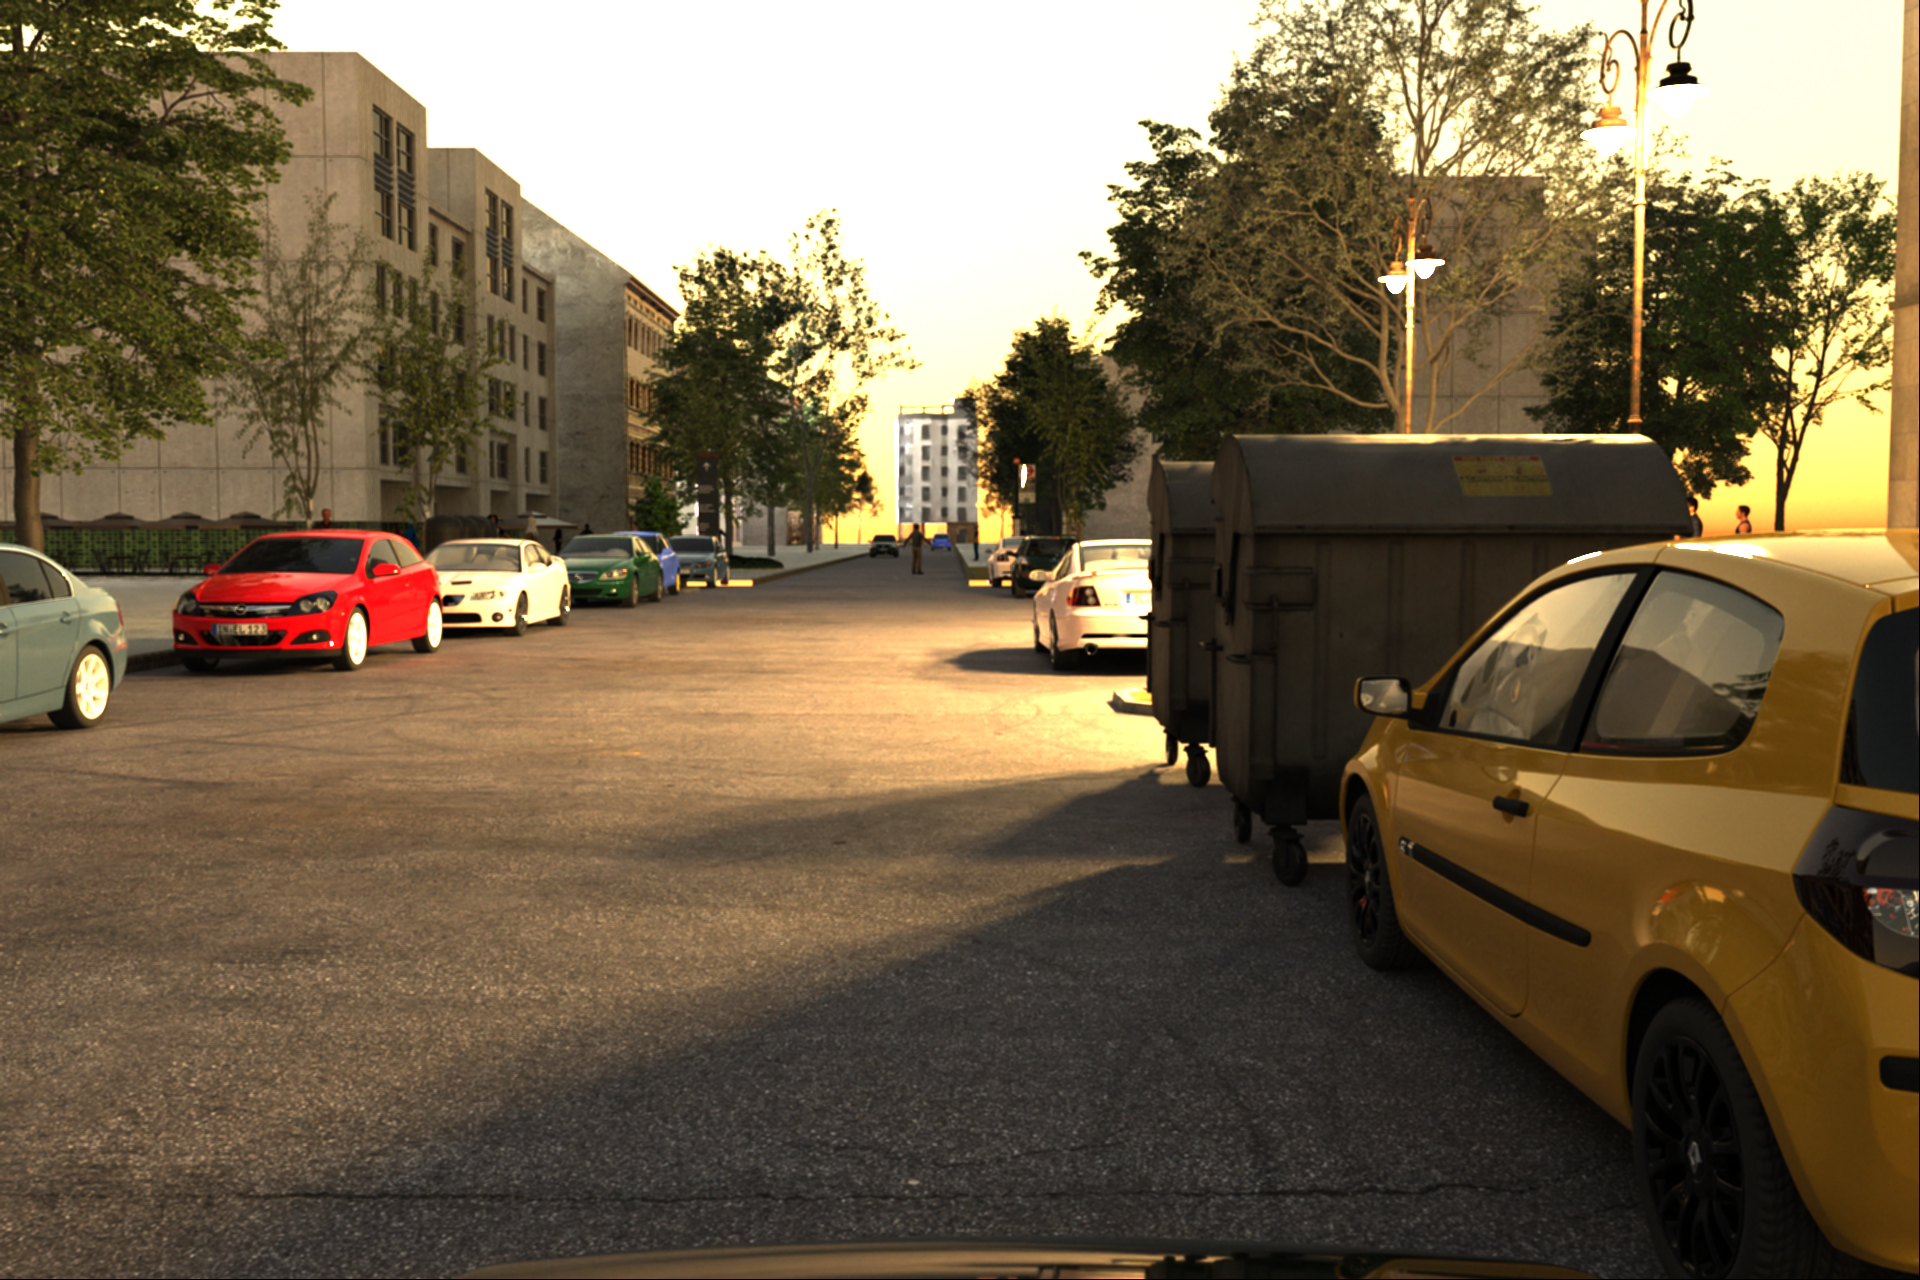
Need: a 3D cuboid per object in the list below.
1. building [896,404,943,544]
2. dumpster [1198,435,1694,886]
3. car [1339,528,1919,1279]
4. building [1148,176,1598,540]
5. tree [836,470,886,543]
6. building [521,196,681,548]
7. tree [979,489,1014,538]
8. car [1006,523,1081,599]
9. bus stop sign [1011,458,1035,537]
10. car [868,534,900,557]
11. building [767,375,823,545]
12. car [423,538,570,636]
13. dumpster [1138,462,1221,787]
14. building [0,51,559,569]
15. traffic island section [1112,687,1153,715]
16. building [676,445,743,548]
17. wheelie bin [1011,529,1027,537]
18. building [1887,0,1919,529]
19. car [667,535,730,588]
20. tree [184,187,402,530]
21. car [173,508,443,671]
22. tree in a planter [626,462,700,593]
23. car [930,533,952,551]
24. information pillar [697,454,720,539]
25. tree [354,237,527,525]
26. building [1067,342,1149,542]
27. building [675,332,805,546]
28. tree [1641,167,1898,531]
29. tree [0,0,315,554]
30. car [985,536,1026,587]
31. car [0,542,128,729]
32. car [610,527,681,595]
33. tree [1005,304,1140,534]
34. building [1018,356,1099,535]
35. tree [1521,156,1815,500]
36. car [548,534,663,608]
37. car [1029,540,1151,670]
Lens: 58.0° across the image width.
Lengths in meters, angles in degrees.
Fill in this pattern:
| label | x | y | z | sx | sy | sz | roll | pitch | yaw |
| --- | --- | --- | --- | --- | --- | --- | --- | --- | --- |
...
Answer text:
| label | x | y | z | sx | sy | sz | roll | pitch | yaw |
| --- | --- | --- | --- | --- | --- | --- | --- | --- | --- |
| building | -8.674 | -23.568 | 244.217 | 11.380 | 20.090 | 16.016 | 0 | 4 | 1 |
| dumpster | 2.032 | 0.042 | 7.529 | 1.865 | 1.857 | 1.264 | 0 | 4 | -1 |
| car | 2.172 | 0.347 | 4.556 | 2.015 | 1.641 | 3.980 | 0 | 3 | 0 |
| building | 20.412 | -13.934 | 94.278 | 16.747 | 18.905 | 31.486 | 0 | 3 | 0 |
| tree | -13.767 | -18.787 | 241.571 | 7.601 | 10.594 | 8.767 | 0 | 4 | -4 |
| building | -28.825 | -17.074 | 110.095 | 19.493 | 23.208 | 18.063 | 0 | 4 | 0 |
| tree | 6.087 | -18.700 | 240.159 | 7.601 | 10.594 | 8.767 | 0 | 4 | 4 |
| car | 2.068 | -1.840 | 39.867 | 2.009 | 1.686 | 4.222 | 0 | 3 | 0 |
| bus stop sign | 2.200 | -4.386 | 60.410 | 0.855 | 3.939 | 0.416 | 0 | 4 | -1 |
| car | -4.696 | -5.984 | 107.630 | 2.009 | 1.686 | 4.222 | 0 | 4 | 0 |
| building | -27.328 | -23.722 | 218.775 | 19.493 | 23.208 | 18.063 | 0 | 4 | -1 |
| car | -7.071 | -0.818 | 25.741 | 2.083 | 1.381 | 4.827 | 0 | 4 | -1 |
| dumpster | 2.039 | -0.126 | 10.277 | 1.865 | 1.857 | 1.264 | 0 | 4 | -1 |
| building | -30.481 | -13.031 | 79.516 | 16.747 | 18.905 | 31.486 | 0 | 4 | 0 |
| traffic island section | 2.296 | 0.517 | 14.417 | 1.991 | 0.108 | 1.994 | 0 | 4 | 0 |
| building | -25.788 | -13.918 | 169.707 | 9.099 | 9.664 | 28.070 | 0 | 4 | -1 |
| wheelie bin | 2.275 | -3.630 | 67.266 | 0.693 | 1.594 | 0.980 | 0 | 4 | 0 |
| building | 27.432 | -12.943 | 13.783 | 24.374 | 26.755 | 37.873 | 0 | 4 | -1 |
| car | -7.369 | -2.172 | 47.511 | 2.014 | 1.417 | 4.499 | 0 | 4 | -1 |
| tree | -13.399 | -5.249 | 36.182 | 4.360 | 8.622 | 3.978 | 0 | 3 | 0 |
| car | -7.210 | -0.637 | 19.456 | 2.155 | 1.783 | 4.494 | 0 | 4 | 0 |
| tree in a planter | -7.525 | -2.797 | 42.947 | 1.991 | 3.239 | 1.994 | 0 | 4 | 0 |
| car | -1.634 | -8.501 | 148.582 | 1.945 | 1.707 | 3.694 | 0 | 4 | -2 |
| information pillar | -8.161 | -4.088 | 56.221 | 0.750 | 3.857 | 0.750 | 0 | 4 | -1 |
| tree | -13.434 | -5.728 | 44.019 | 4.737 | 8.622 | 4.395 | 0 | 3 | 0 |
| building | 20.610 | -20.809 | 171.147 | 19.493 | 23.208 | 18.063 | 0 | 4 | 0 |
| building | -27.852 | -22.302 | 195.563 | 19.493 | 23.208 | 18.063 | 0 | 4 | 0 |
| tree | 23.626 | -7.555 | 49.283 | 9.928 | 11.665 | 9.643 | 0 | 3 | 0 |
| tree | -13.102 | -6.492 | 24.271 | 7.486 | 12.596 | 7.792 | 0 | 3 | 0 |
| car | 1.747 | -2.183 | 48.060 | 2.083 | 1.381 | 4.827 | 0 | 4 | -1 |
| car | -7.247 | 0.030 | 11.507 | 2.014 | 1.417 | 4.499 | 0 | 4 | -1 |
| car | -7.488 | -1.841 | 39.687 | 1.945 | 1.707 | 3.694 | 0 | 4 | 0 |
| tree | 3.652 | -6.491 | 56.490 | 4.737 | 8.622 | 4.395 | 0 | 3 | 0 |
| building | 20.929 | -22.666 | 214.567 | 27.936 | 21.610 | 32.646 | 0 | 4 | 0 |
| tree | 24.283 | -9.379 | 60.007 | 9.857 | 13.997 | 8.962 | 0 | 3 | 0 |
| car | -7.224 | -1.430 | 35.180 | 2.131 | 1.459 | 4.920 | 0 | 3 | 0 |
| car | 1.859 | -0.443 | 19.610 | 2.083 | 1.381 | 4.827 | 0 | 4 | -1 |
